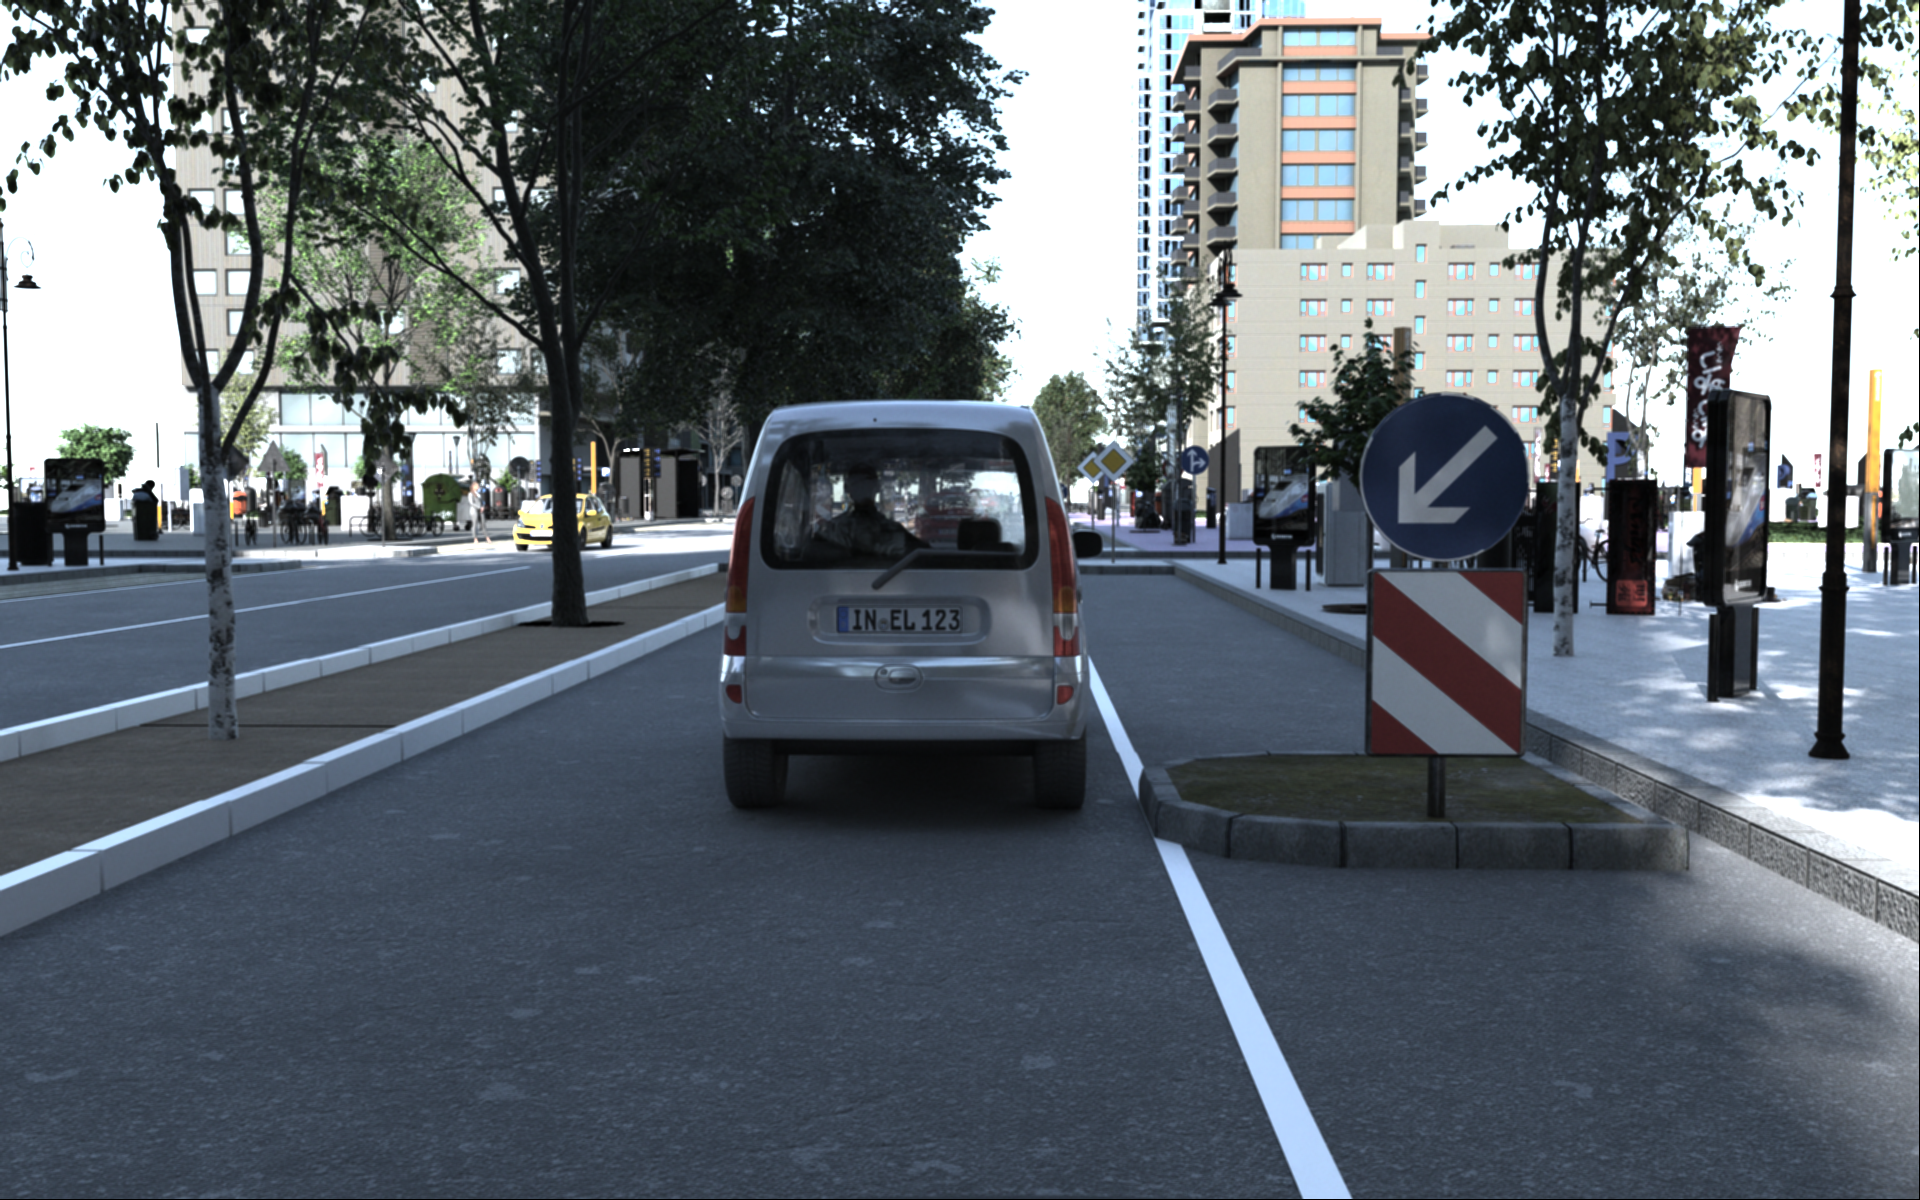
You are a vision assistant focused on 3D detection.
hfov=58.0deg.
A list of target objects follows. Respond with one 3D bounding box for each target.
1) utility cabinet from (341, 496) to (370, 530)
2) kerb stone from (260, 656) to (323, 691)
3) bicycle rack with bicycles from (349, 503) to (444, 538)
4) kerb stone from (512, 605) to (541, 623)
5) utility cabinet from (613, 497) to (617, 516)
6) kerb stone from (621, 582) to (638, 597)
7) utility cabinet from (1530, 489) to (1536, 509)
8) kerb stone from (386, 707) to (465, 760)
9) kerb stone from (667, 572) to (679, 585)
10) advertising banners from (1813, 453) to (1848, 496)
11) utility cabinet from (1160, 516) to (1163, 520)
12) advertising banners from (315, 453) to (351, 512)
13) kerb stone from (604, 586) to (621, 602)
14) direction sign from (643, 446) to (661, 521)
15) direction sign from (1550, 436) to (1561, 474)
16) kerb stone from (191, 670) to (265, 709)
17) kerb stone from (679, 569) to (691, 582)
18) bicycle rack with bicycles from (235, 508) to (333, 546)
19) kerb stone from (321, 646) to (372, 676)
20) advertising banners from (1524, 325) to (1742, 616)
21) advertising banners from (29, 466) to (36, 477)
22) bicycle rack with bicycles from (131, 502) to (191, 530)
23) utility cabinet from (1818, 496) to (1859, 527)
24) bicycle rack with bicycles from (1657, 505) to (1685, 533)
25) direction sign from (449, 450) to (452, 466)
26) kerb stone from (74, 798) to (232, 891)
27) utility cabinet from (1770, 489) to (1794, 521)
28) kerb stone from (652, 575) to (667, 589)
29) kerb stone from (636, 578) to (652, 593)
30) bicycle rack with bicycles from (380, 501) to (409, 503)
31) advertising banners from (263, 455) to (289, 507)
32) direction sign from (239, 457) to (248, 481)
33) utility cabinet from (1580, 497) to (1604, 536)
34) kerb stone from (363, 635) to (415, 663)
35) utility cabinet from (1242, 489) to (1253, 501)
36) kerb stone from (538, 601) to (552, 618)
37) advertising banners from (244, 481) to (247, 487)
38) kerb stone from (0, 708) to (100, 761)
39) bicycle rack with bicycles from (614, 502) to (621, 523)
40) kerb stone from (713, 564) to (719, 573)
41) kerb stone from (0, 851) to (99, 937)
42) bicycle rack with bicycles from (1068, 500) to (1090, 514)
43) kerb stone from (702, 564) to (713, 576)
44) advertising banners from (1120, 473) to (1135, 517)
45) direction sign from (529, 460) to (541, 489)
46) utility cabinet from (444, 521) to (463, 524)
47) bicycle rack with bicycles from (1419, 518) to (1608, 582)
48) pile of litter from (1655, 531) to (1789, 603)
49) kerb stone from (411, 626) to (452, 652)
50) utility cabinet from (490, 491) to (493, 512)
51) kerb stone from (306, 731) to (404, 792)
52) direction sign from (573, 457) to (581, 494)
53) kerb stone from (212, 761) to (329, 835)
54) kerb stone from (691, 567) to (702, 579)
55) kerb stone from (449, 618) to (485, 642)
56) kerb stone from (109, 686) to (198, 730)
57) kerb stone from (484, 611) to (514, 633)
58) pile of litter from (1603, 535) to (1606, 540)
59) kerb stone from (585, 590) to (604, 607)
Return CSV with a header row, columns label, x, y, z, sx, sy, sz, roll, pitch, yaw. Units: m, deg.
label,x,y,z,sx,sy,sz,roll,pitch,yaw
utility cabinet,-21.490,-3.092,61.716,1.020,1.237,0.306,-2,4,-34
kerb stone,-5.051,0.564,12.975,0.120,0.150,1.000,0,4,2
bicycle rack with bicycles,-16.875,-2.372,52.156,2.852,0.926,2.925,3,5,42
kerb stone,-4.857,0.188,19.129,0.120,0.150,1.000,0,4,2
utility cabinet,-19.688,-5.522,98.961,0.318,1.500,1.173,2,4,31
kerb stone,-4.715,-0.122,24.260,0.120,0.150,1.000,0,4,2
utility cabinet,24.007,-3.882,72.145,1.173,1.500,0.318,-3,5,-41
kerb stone,-3.040,0.757,9.820,0.120,0.150,1.000,0,4,2
kerb stone,-4.625,-0.314,27.336,0.120,0.150,1.000,0,4,2
advertising banners,36.733,-4.708,73.155,0.090,3.025,2.074,-1,4,-13
utility cabinet,9.562,-4.357,82.393,0.306,1.237,1.020,0,4,-2
advertising banners,-26.454,-4.702,73.063,2.074,3.025,0.090,2,4,28
kerb stone,-4.750,-0.058,23.234,0.120,0.150,1.000,0,4,2
direction sign,-14.692,-5.546,82.666,0.876,3.537,0.379,-2,4,-35
direction sign,23.408,-4.623,67.576,0.379,3.537,0.876,-3,5,-40
kerb stone,-5.082,0.627,11.939,0.120,0.150,1.000,0,4,2
kerb stone,-4.592,-0.377,28.358,0.120,0.150,1.000,0,4,2
bicycle rack with bicycles,-17.252,-1.868,43.918,2.852,0.926,2.925,-1,4,-22
kerb stone,-5.020,0.510,13.998,0.120,0.150,1.000,0,4,2
advertising banners,7.104,-1.355,18.343,2.074,3.025,0.090,1,4,23
advertising banners,-57.735,-6.906,109.097,2.074,3.025,0.090,1,4,13
bicycle rack with bicycles,-28.247,-3.012,62.622,2.925,0.926,2.852,-3,5,-42
utility cabinet,25.614,-2.406,50.502,0.306,1.237,1.020,-3,5,-41
bicycle rack with bicycles,23.391,-2.764,58.577,2.925,0.926,2.852,0,4,-8
direction sign,-26.454,-5.992,89.966,0.379,3.537,0.876,-1,4,-23
kerb stone,-3.133,0.945,6.750,0.120,0.150,1.000,0,4,2
utility cabinet,34.817,-3.956,73.357,1.173,1.500,0.318,-2,4,-30
kerb stone,-4.653,-0.252,26.311,0.120,0.150,1.000,0,4,2
kerb stone,-4.693,-0.189,25.289,0.120,0.150,1.000,0,4,2
bicycle rack with bicycles,-21.509,-3.295,67.253,2.852,0.926,2.925,-1,4,-13
advertising banners,-30.727,-4.996,77.877,0.090,3.025,2.074,1,4,9
direction sign,-43.361,-6.903,104.863,0.876,3.537,0.379,2,4,31
utility cabinet,15.148,-1.902,42.258,1.020,1.237,0.306,2,4,35
kerb stone,-4.982,0.439,15.024,0.120,0.150,1.000,0,4,2
utility cabinet,12.625,-4.087,75.505,0.318,1.500,1.173,2,4,31
kerb stone,-4.841,0.125,20.158,0.120,0.150,1.000,0,4,2
advertising banners,-47.960,-7.274,115.114,2.074,3.025,0.090,2,4,30
kerb stone,-5.139,0.752,9.895,0.120,0.150,1.000,0,4,2
bicycle rack with bicycles,-16.382,-3.923,77.528,2.852,0.926,2.925,0,4,-1
kerb stone,-4.498,-0.564,31.424,0.120,0.150,1.000,0,4,2
kerb stone,-3.162,1.008,5.720,0.120,0.150,1.000,0,4,2
bicycle rack with bicycles,8.290,-6.027,111.925,2.852,0.926,2.925,3,4,38
kerb stone,-4.528,-0.501,30.401,0.120,0.150,1.000,0,4,2
advertising banners,9.725,-6.115,96.166,2.074,3.025,0.090,1,4,20
direction sign,-28.262,-7.536,115.203,0.876,3.537,0.379,1,4,13
utility cabinet,-22.039,-3.912,75.128,1.020,1.237,0.306,2,4,27
bicycle rack with bicycles,8.228,-0.784,26.193,2.852,0.926,2.925,0,4,-8
pile of litter,9.035,-0.426,20.930,1.719,0.858,1.176,3,4,38
kerb stone,-4.957,0.377,16.052,0.120,0.150,1.000,0,4,2
utility cabinet,-30.550,-6.346,112.440,0.318,1.500,1.173,2,4,34
kerb stone,-3.075,0.819,8.798,0.120,0.150,1.000,0,4,2
direction sign,-23.258,-6.914,105.042,0.876,3.537,0.379,3,4,37
kerb stone,-3.099,0.886,7.772,0.120,0.150,1.000,0,4,2
kerb stone,-4.561,-0.437,29.380,0.120,0.150,1.000,0,4,2
kerb stone,-4.922,0.313,17.080,0.120,0.150,1.000,0,4,2
kerb stone,-5.115,0.690,10.917,0.120,0.150,1.000,0,4,2
kerb stone,-4.894,0.252,18.107,0.120,0.150,1.000,0,4,2
pile of litter,17.315,-2.080,47.974,1.719,0.858,1.176,-1,4,-15
kerb stone,-4.776,-0.001,22.211,0.120,0.150,1.000,0,4,2
